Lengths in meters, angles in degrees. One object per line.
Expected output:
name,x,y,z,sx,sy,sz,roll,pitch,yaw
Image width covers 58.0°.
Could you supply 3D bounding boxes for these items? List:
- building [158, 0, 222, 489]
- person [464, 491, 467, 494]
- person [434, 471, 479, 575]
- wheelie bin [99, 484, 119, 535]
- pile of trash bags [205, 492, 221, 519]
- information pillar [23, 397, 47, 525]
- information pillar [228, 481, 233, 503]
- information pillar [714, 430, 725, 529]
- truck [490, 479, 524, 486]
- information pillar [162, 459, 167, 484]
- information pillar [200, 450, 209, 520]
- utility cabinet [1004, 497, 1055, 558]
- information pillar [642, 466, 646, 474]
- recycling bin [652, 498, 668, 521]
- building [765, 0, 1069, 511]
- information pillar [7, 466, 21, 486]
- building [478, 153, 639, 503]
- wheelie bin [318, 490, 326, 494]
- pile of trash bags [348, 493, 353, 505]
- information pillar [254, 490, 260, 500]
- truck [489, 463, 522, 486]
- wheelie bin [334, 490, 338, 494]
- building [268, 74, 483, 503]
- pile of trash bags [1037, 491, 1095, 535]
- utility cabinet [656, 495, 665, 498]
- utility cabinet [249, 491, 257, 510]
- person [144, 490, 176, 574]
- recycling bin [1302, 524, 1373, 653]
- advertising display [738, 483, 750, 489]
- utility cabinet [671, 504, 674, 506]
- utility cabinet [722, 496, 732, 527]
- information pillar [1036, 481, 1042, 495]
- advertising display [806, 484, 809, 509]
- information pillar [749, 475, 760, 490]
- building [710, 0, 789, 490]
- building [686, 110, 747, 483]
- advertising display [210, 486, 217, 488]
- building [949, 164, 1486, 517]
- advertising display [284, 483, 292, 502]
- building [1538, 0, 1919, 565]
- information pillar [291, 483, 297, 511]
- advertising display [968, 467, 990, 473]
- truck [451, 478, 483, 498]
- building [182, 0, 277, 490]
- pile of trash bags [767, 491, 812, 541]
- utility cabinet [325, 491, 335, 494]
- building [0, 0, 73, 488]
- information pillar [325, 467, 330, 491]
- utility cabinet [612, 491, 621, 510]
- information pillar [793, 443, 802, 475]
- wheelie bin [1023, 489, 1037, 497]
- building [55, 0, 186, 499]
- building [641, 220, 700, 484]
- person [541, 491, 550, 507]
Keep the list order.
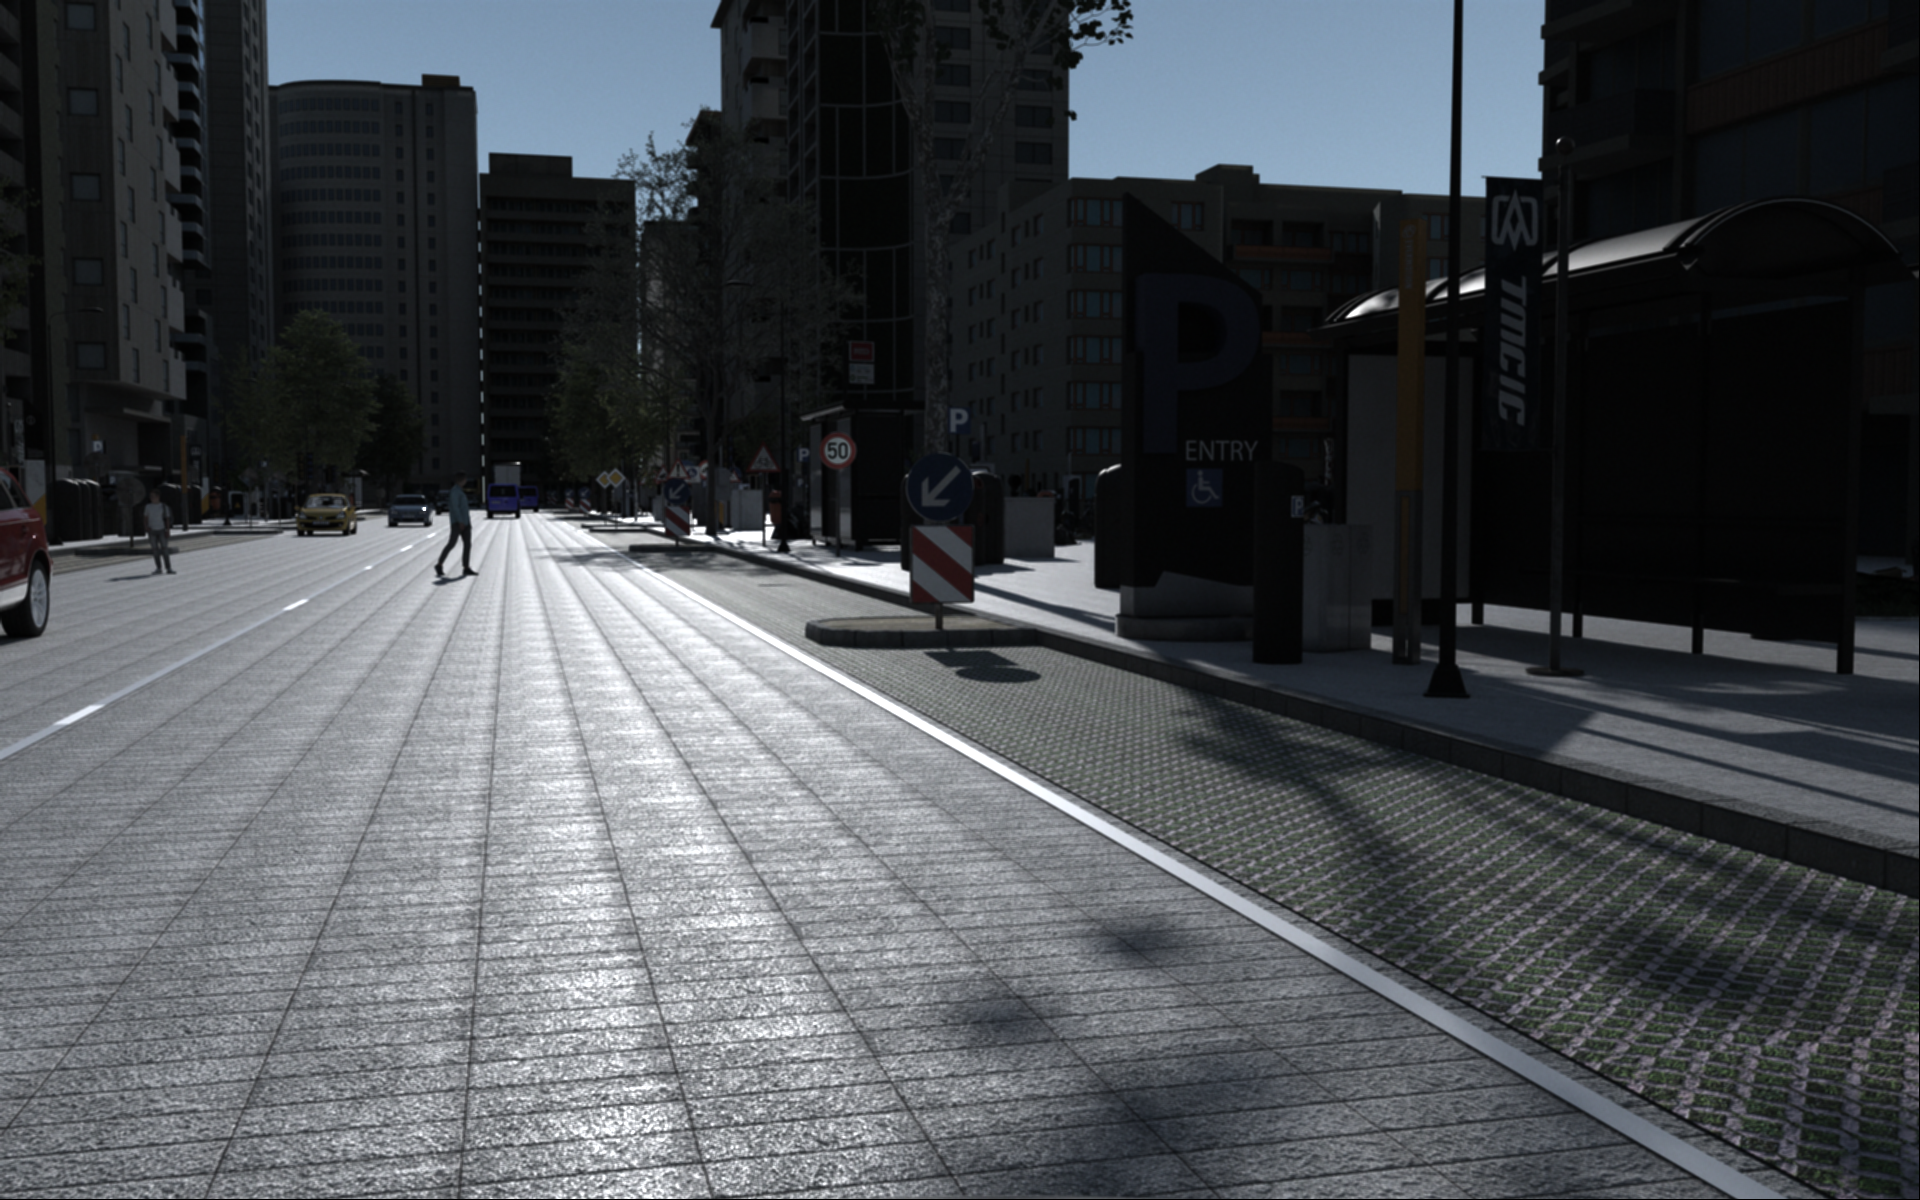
building,-76.882,-51.147,148.920,22.319,86.520,31.000,-1,4,-14
person,-55.078,-11.287,193.184,0.705,1.807,1.348,3,4,36
person,-8.889,-1.360,30.595,0.748,1.841,0.638,1,4,10
wheelie bin,-26.841,-2.851,54.529,0.980,1.594,0.693,-2,4,-34
pile of trash bags,-39.300,-4.865,89.294,1.912,1.369,3.447,1,4,12
information pillar,-22.382,-3.090,41.881,0.183,3.616,0.504,2,4,26
information pillar,-40.755,-5.641,96.727,0.304,2.012,0.304,-1,4,-16
information pillar,-8.820,-4.374,62.868,0.504,3.616,0.183,0,4,-3
truck,-47.005,-11.218,179.335,3.469,3.379,9.791,-1,4,-13
information pillar,-53.349,-7.633,116.160,0.504,3.616,0.183,3,5,44
information pillar,-37.614,-5.799,86.168,0.504,3.616,0.183,1,4,18
utility cabinet,1.387,-1.459,35.019,1.020,1.237,0.306,0,4,-4
information pillar,-26.331,-9.347,144.183,0.183,3.616,0.504,2,4,27
recycling bin,-14.192,-4.281,82.545,0.722,1.027,0.722,-1,4,-18
building,-4.234,-42.774,137.613,20.563,71.187,20.611,-1,4,-14
information pillar,-24.688,-2.492,45.243,0.304,2.012,0.304,-2,4,-29
building,-58.103,-38.333,250.444,21.600,48.544,21.300,-1,4,-14
wheelie bin,-49.986,-7.810,135.598,0.980,1.594,0.693,0,4,3
pile of trash bags,-46.477,-7.274,128.684,1.912,1.369,3.447,2,4,32
information pillar,-54.540,-7.941,134.332,0.304,2.012,0.304,0,4,3
truck,-42.470,-10.588,162.030,2.839,4.237,11.283,-1,4,-16
wheelie bin,-43.772,-6.992,122.233,0.693,1.594,0.980,2,4,34
building,-82.324,-42.956,244.333,28.212,58.520,21.231,-1,4,-14
pile of trash bags,4.088,-2.724,54.287,3.447,1.369,1.912,0,4,0
utility cabinet,-17.730,-5.670,103.862,1.020,1.237,0.306,-1,4,-15
utility cabinet,-47.722,-6.591,116.439,1.173,1.500,0.318,1,4,21
person,-14.402,-1.229,31.190,0.503,1.515,0.523,-3,5,-41
recycling bin,2.934,-0.113,14.399,0.722,1.027,0.722,-3,5,-43
advertising display,-12.557,-5.903,101.721,0.974,1.923,0.123,0,4,7
utility cabinet,-15.081,-5.049,91.226,0.318,1.500,1.173,0,4,-5
utility cabinet,-9.772,-3.908,75.065,1.020,1.237,0.306,0,4,-7
information pillar,4.565,-5.832,99.849,0.304,2.012,0.304,0,4,-8
advertising display,-10.110,-6.439,110.497,0.974,1.923,0.123,1,4,14
information pillar,-7.751,-3.727,65.421,0.304,2.012,0.304,1,4,19
building,-8.603,-35.626,171.721,28.713,52.752,27.495,-1,4,-14
building,-19.533,-33.246,198.200,22.147,44.769,28.867,-1,4,-14
advertising display,-58.912,-8.049,136.817,0.123,1.923,0.974,0,4,2
building,16.674,-16.316,111.807,28.899,21.520,27.650,-1,4,-14
advertising display,-38.453,-5.698,98.377,0.974,1.923,0.123,0,4,0
building,25.449,-23.351,36.412,22.147,44.769,28.867,-1,4,-14
information pillar,-46.032,-7.049,119.747,0.304,2.012,0.304,-1,4,-16
advertising display,0.214,-2.172,40.731,0.974,1.923,0.123,0,4,-2
truck,-57.967,-12.737,204.166,3.469,3.379,9.791,-1,4,-14
building,-85.732,-45.679,185.095,20.611,71.187,20.563,-1,4,-14
pile of trash bags,-4.530,-2.405,49.067,1.912,1.369,3.447,1,4,19
utility cabinet,-51.107,-8.036,140.067,1.173,1.500,0.318,-3,5,-43
building,-55.645,-19.439,89.523,14.160,30.474,14.107,-1,4,-14
information pillar,-51.397,-9.129,140.617,0.504,3.616,0.183,1,4,14
utility cabinet,-23.592,-6.836,120.449,1.173,1.500,0.318,-3,4,-36
information pillar,-7.419,-5.376,79.247,0.183,3.616,0.504,3,4,36
wheelie bin,4.002,-5.568,98.947,0.693,1.594,0.980,3,5,43
building,-70.879,-32.514,120.848,28.713,52.752,27.495,-1,4,-14
building,-38.928,-34.775,252.168,14.086,41.232,14.154,-1,4,-14
person,-45.167,-11.003,189.115,1.217,1.743,0.721,-3,5,-42
